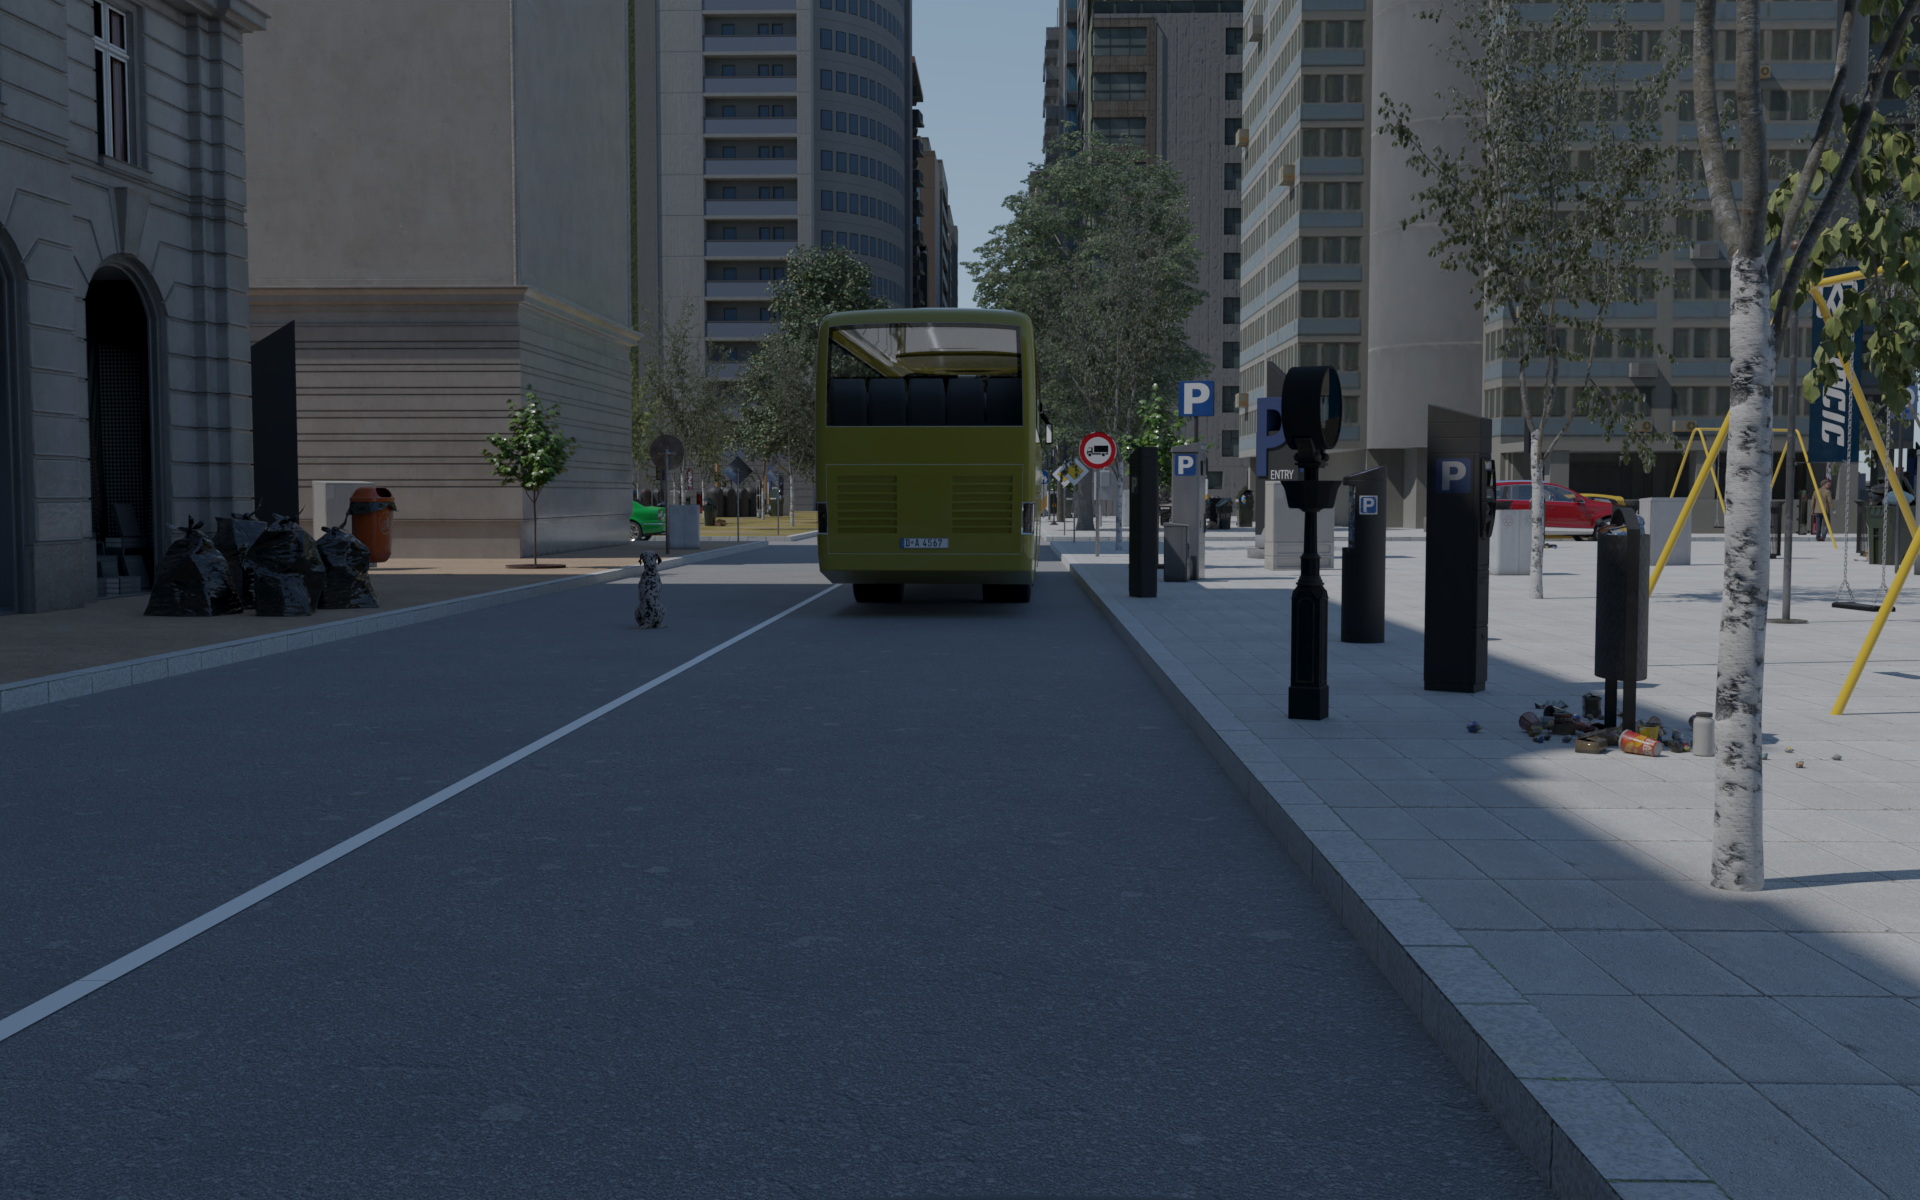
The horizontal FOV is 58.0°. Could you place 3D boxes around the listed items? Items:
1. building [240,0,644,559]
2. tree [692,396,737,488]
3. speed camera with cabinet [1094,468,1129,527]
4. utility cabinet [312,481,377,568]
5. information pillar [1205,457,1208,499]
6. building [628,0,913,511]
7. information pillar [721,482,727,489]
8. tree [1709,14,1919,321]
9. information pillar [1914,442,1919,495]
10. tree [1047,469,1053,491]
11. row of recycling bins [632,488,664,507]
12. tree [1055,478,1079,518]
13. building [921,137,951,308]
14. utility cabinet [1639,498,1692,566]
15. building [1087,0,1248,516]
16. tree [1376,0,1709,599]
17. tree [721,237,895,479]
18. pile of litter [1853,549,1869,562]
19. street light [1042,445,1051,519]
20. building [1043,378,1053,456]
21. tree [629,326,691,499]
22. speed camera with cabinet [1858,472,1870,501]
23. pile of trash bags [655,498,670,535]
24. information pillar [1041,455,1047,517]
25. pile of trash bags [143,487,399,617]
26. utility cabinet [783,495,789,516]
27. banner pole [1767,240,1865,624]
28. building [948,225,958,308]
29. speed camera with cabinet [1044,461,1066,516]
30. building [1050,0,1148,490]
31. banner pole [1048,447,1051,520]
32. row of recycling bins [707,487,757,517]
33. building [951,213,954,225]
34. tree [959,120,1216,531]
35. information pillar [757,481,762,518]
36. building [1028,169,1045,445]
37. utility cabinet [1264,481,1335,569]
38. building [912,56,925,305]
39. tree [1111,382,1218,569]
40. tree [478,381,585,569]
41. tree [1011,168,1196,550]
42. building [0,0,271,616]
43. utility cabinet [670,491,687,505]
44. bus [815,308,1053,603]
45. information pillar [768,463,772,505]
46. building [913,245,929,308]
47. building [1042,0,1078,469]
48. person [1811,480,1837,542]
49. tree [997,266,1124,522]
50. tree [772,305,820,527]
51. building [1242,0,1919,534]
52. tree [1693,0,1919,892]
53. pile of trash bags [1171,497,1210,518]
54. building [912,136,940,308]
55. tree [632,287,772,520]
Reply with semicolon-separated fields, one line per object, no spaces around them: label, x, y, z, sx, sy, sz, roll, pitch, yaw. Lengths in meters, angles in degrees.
building;-18.306;-12.398;38.864;21.152;22.565;11.583;0;4;2
tree;-17.891;-10.691;125.155;4.737;8.622;4.395;0;3;0
speed camera with cabinet;6.343;-4.524;68.305;2.038;3.252;0.660;0;4;-6
utility cabinet;-10.387;-1.261;29.292;0.318;1.500;1.173;1;4;23
information pillar;13.455;-6.377;95.612;0.504;3.616;0.183;3;4;36
building;-15.164;-36.727;142.481;21.231;58.520;28.212;0;4;2
information pillar;-14.245;-6.122;104.580;0.304;2.012;0.304;-1;4;-22
tree;12.876;-4.425;22.718;4.360;8.622;3.978;0;3;0
information pillar;42.744;-5.255;77.274;0.183;3.616;0.504;0;4;-4
tree;5.339;-7.082;110.398;1.663;3.219;1.824;0;3;0
row of recycling bins;-23.151;-7.214;125.062;3.534;1.692;1.069;-1;4;-21
tree;6.188;-6.029;93.179;1.663;3.219;1.824;0;3;0
building;-12.646;-37.611;238.636;21.300;48.544;21.600;0;4;2
utility cabinet;12.683;-1.223;31.159;1.020;1.237;0.306;-2;4;-25
building;14.688;-20.420;105.566;14.160;30.474;14.107;0;4;2
tree;7.025;-4.305;20.754;4.360;8.622;3.978;0;3;0
tree;-5.909;-9.818;77.528;9.611;12.733;9.660;0;3;0
pile of litter;17.912;-1.176;33.190;1.719;0.858;1.176;0;4;-5
street light;4.620;-7.129;89.342;0.468;5.910;1.993;0;4;2
building;17.624;-27.513;221.540;14.160;30.474;14.107;0;4;2
tree;-14.695;-7.601;74.638;4.737;8.622;4.395;0;3;0
speed camera with cabinet;37.177;-4.696;71.111;0.660;3.252;2.038;0;4;-7
pile of trash bags;-10.567;-2.753;54.772;3.447;1.369;1.912;1;4;17
information pillar;4.687;-6.480;97.295;0.504;3.616;0.183;-3;5;-41
pile of trash bags;-7.458;-0.605;19.642;1.912;1.369;3.447;1;4;13
utility cabinet;-10.558;-5.570;102.236;0.306;1.237;1.020;3;5;42
banner pole;8.404;-1.650;16.997;0.863;3.779;0.401;3;5;43
building;-7.476;-35.042;256.530;14.154;41.232;14.086;0;4;2
speed camera with cabinet;5.801;-6.593;102.124;2.038;3.252;0.660;-3;4;-38
building;17.712;-42.768;137.514;20.563;71.187;20.611;0;4;2
banner pole;4.399;-5.800;84.843;0.401;3.779;0.863;1;4;8
row of recycling bins;-12.574;-5.458;96.356;1.069;1.692;3.534;3;4;39
building;-11.878;-39.789;274.248;21.300;48.544;21.600;0;4;2
tree;4.509;-9.427;60.794;9.857;13.997;8.962;0;3;0
information pillar;-10.817;-5.469;93.908;0.304;2.012;0.304;-3;4;-38
building;25.206;-41.843;273.375;28.713;52.752;27.495;0;4;2
utility cabinet;5.747;-1.259;29.269;1.173;1.500;0.318;-1;4;-20
building;-14.901;-31.609;171.432;22.147;44.769;28.867;0;4;2
tree;3.369;-2.174;30.152;1.663;3.219;1.824;0;3;0
tree;-7.513;-2.165;30.002;1.663;3.219;1.824;0;3;0
tree;3.527;-5.452;39.511;4.360;8.622;3.978;0;3;0
building;-15.928;-10.407;11.959;13.314;21.916;24.055;0;4;2
utility cabinet;-19.801;-6.920;121.826;1.173;1.500;0.318;-1;4;-9
bus;-0.076;-2.092;25.743;2.896;3.916;12.252;0;4;3
information pillar;-13.457;-8.073;123.344;0.504;3.616;0.183;2;4;24
building;-10.767;-25.780;193.207;14.160;30.474;14.107;0;4;2
building;19.013;-33.275;163.648;23.786;49.044;30.456;0;4;2
person;24.350;-2.472;48.827;0.656;1.842;0.836;2;4;26
tree;4.420;-9.346;78.558;9.928;11.665;9.643;0;3;0
tree;-6.400;-7.210;68.245;4.360;8.622;3.978;0;3;0
building;24.498;-23.178;70.845;23.993;40.220;32.217;0;4;2
tree;2.756;-3.360;5.299;4.737;8.622;4.395;0;3;0
pile of trash bags;12.669;-5.089;92.960;3.447;1.369;1.912;0;4;-7
building;-9.759;-34.894;220.631;14.600;45.320;14.200;0;4;2
tree;-9.780;-6.831;62.056;4.360;8.622;3.978;0;3;0
